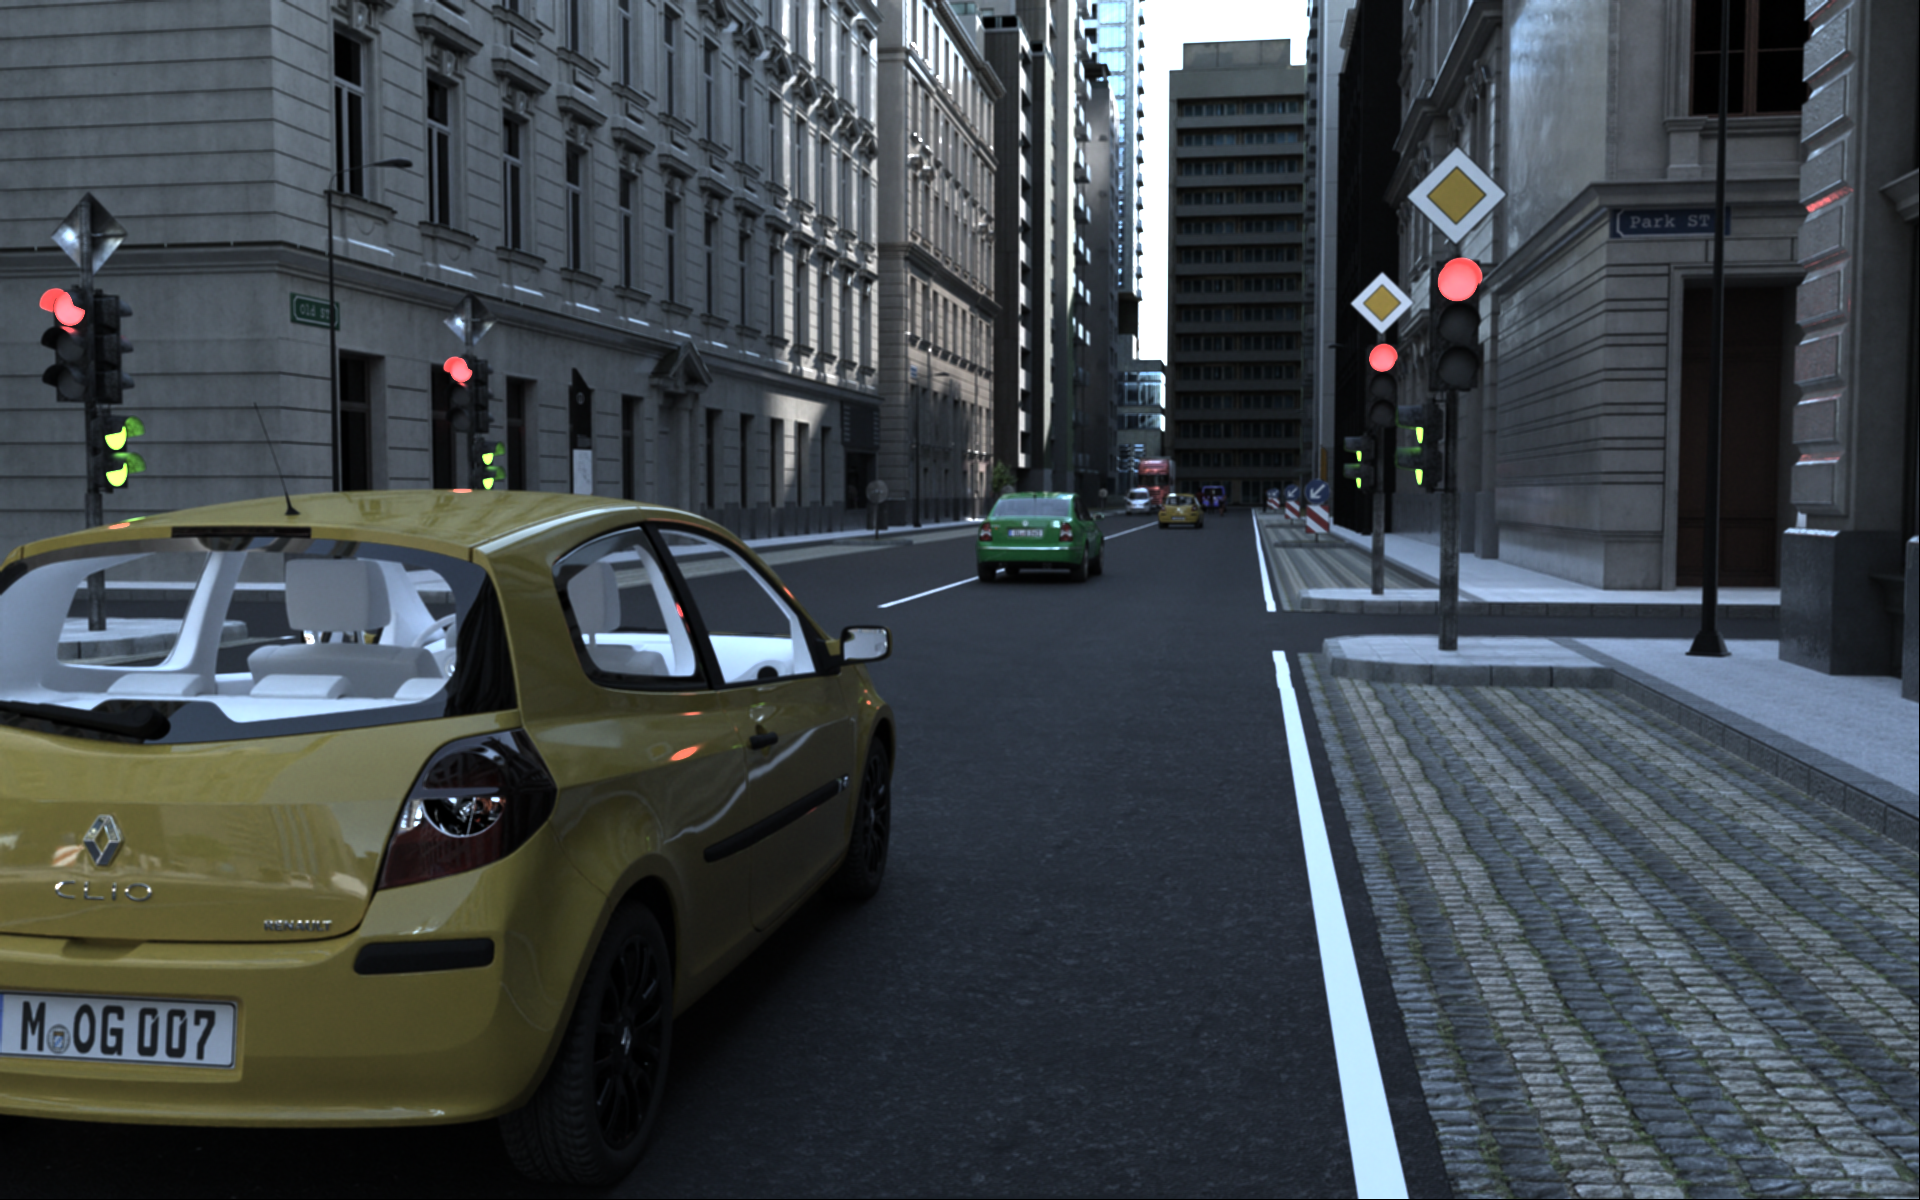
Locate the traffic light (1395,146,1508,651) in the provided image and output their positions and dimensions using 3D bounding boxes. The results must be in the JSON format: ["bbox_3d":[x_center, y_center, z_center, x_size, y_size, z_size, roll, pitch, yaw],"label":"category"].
[{"bbox_3d":[4.003,-1.544,14.158,0.839,4.253,0.868,1,4,9],"label":"traffic light"}]

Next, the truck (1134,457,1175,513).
[{"bbox_3d":[15.001,-8.770,132.307,2.839,4.237,11.283,1,4,9],"label":"truck"}]

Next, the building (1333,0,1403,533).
[{"bbox_3d":[20.394,-14.273,63.047,12.332,23.373,15.834,1,4,9],"label":"building"}]

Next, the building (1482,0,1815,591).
[{"bbox_3d":[18.999,-11.592,25.679,21.152,22.565,11.583,1,4,9],"label":"building"}]

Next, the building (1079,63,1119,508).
[{"bbox_3d":[8.135,-29.632,168.083,14.086,41.232,14.154,1,4,9],"label":"building"}]

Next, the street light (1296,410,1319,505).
[{"bbox_3d":[19.273,-7.545,95.896,1.470,5.913,1.316,1,4,9],"label":"street light"}]

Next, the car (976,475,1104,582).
[{"bbox_3d":[1.434,-1.277,29.674,1.959,1.807,4.718,1,4,10],"label":"car"}]

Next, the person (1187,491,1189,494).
[{"bbox_3d":[23.088,-10.223,176.184,0.617,1.759,0.750,-2,4,-31],"label":"person"}]

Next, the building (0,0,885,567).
[{"bbox_3d":[-13.992,-16.518,46.480,17.030,29.872,44.131,1,4,9],"label":"building"}]

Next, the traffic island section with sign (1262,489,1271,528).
[{"bbox_3d":[13.911,-3.947,73.162,1.989,1.847,2.006,1,4,9],"label":"traffic island section with sign"}]

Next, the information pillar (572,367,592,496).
[{"bbox_3d":[-7.054,-2.506,32.333,0.183,3.616,0.504,2,4,23],"label":"information pillar"}]

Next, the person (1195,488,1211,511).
[{"bbox_3d":[14.498,-5.885,104.683,1.348,1.831,0.705,1,4,21],"label":"person"}]

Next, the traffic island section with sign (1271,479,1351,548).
[{"bbox_3d":[9.433,-2.310,46.402,1.989,1.847,2.006,1,4,9],"label":"traffic island section with sign"}]

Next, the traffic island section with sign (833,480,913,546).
[{"bbox_3d":[-2.385,-2.445,48.606,1.989,1.847,2.006,1,4,9],"label":"traffic island section with sign"}]

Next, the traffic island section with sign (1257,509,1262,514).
[{"bbox_3d":[22.172,-6.965,122.503,1.989,1.847,2.006,1,4,9],"label":"traffic island section with sign"}]

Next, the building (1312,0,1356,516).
[{"bbox_3d":[33.413,-34.737,109.954,21.231,58.520,28.212,1,4,9],"label":"building"}]

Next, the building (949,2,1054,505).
[{"bbox_3d":[-2.036,-20.476,106.491,14.160,30.474,14.107,1,4,9],"label":"building"}]

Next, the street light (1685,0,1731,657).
[{"bbox_3d":[5.434,-2.519,13.722,1.470,5.913,1.316,1,4,9],"label":"street light"}]

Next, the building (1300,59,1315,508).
[{"bbox_3d":[39.171,-29.275,162.239,14.154,41.232,14.086,1,4,9],"label":"building"}]

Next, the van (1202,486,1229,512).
[{"bbox_3d":[20.320,-8.195,138.373,2.240,2.365,5.245,1,4,10],"label":"van"}]

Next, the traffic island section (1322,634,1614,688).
[{"bbox_3d":[4.041,0.490,14.265,2.009,0.180,2.903,1,4,9],"label":"traffic island section"}]

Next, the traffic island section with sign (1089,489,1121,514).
[{"bbox_3d":[10.338,-7.095,124.627,1.989,1.847,2.006,1,4,9],"label":"traffic island section with sign"}]

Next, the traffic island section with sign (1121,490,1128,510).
[{"bbox_3d":[14.902,-8.758,151.827,1.989,1.847,2.006,1,4,9],"label":"traffic island section with sign"}]

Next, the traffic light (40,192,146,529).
[{"bbox_3d":[-8.094,-1.666,16.159,0.839,4.253,0.868,1,4,9],"label":"traffic light"}]

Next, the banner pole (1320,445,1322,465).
[{"bbox_3d":[18.386,-5.989,87.936,0.401,3.779,0.863,2,4,28],"label":"banner pole"}]

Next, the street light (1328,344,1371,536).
[{"bbox_3d":[12.091,-4.964,53.709,1.470,5.913,1.316,1,4,9],"label":"street light"}]

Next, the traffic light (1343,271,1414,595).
[{"bbox_3d":[5.321,-2.025,22.034,0.839,4.253,0.868,1,4,9],"label":"traffic light"}]

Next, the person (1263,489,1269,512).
[{"bbox_3d":[22.591,-7.318,128.166,0.705,1.821,1.348,0,4,-5],"label":"person"}]

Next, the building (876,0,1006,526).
[{"bbox_3d":[-5.729,-17.337,80.717,12.463,27.353,25.104,1,4,9],"label":"building"}]

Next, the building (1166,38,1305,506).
[{"bbox_3d":[33.595,-34.553,188.649,21.600,48.544,21.300,1,4,9],"label":"building"}]

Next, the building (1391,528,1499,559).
[{"bbox_3d":[18.280,-15.653,43.312,14.401,28.519,23.554,1,4,9],"label":"building"}]

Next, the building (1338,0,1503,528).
[{"bbox_3d":[25.407,-18.028,82.154,14.401,28.519,23.554,1,4,9],"label":"building"}]

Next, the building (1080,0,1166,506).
[{"bbox_3d":[7.432,-53.793,192.179,31.000,86.520,22.319,1,4,9],"label":"building"}]

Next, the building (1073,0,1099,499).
[{"bbox_3d":[-1.085,-31.989,142.636,23.786,49.044,30.456,1,4,9],"label":"building"}]

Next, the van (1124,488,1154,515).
[{"bbox_3d":[12.141,-6.760,117.531,2.013,2.044,4.112,0,4,8],"label":"van"}]

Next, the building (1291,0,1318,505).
[{"bbox_3d":[39.110,-31.770,139.047,23.786,49.044,30.456,1,4,9],"label":"building"}]

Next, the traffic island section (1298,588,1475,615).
[{"bbox_3d":[5.359,0.009,22.141,2.009,0.180,2.903,1,4,9],"label":"traffic island section"}]

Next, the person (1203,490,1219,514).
[{"bbox_3d":[17.802,-6.944,122.559,1.217,1.766,0.721,0,4,-2],"label":"person"}]

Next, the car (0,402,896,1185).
[{"bbox_3d":[-1.297,0.312,5.117,2.015,1.641,3.980,1,4,9],"label":"car"}]

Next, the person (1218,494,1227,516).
[{"bbox_3d":[17.230,-6.223,113.486,0.421,1.427,0.697,-2,4,-26],"label":"person"}]

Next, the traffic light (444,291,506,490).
[{"bbox_3d":[-6.775,-2.148,24.035,0.839,4.253,0.868,1,4,9],"label":"traffic light"}]

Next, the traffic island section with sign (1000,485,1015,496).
[{"bbox_3d":[2.071,-4.076,75.274,1.989,1.847,2.006,1,4,9],"label":"traffic island section with sign"}]

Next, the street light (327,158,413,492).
[{"bbox_3d":[-8.246,-3.158,24.170,1.470,5.913,1.316,1,4,9],"label":"street light"}]

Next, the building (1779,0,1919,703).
[{"bbox_3d":[9.550,-10.640,2.842,11.050,23.489,19.941,1,4,9],"label":"building"}]

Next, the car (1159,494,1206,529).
[{"bbox_3d":[9.370,-3.854,73.238,2.015,1.641,3.980,1,4,11],"label":"car"}]

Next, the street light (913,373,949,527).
[{"bbox_3d":[-1.108,-5.748,66.517,1.470,5.913,1.316,1,4,9],"label":"street light"}]

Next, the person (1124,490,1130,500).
[{"bbox_3d":[13.398,-7.893,138.255,0.721,1.736,1.217,3,4,37],"label":"person"}]

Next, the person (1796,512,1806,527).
[{"bbox_3d":[9.597,-0.508,19.408,0.503,1.515,0.523,2,4,28],"label":"person"}]

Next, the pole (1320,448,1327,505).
[{"bbox_3d":[16.064,-5.073,76.794,0.158,3.312,0.155,0,3,0],"label":"pole"}]

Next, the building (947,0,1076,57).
[{"bbox_3d":[0.297,-26.694,120.039,14.154,41.232,14.086,1,4,9],"label":"building"}]

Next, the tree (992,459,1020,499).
[{"bbox_3d":[2.220,-6.255,96.870,1.663,3.219,1.824,0,3,0],"label":"tree"}]
